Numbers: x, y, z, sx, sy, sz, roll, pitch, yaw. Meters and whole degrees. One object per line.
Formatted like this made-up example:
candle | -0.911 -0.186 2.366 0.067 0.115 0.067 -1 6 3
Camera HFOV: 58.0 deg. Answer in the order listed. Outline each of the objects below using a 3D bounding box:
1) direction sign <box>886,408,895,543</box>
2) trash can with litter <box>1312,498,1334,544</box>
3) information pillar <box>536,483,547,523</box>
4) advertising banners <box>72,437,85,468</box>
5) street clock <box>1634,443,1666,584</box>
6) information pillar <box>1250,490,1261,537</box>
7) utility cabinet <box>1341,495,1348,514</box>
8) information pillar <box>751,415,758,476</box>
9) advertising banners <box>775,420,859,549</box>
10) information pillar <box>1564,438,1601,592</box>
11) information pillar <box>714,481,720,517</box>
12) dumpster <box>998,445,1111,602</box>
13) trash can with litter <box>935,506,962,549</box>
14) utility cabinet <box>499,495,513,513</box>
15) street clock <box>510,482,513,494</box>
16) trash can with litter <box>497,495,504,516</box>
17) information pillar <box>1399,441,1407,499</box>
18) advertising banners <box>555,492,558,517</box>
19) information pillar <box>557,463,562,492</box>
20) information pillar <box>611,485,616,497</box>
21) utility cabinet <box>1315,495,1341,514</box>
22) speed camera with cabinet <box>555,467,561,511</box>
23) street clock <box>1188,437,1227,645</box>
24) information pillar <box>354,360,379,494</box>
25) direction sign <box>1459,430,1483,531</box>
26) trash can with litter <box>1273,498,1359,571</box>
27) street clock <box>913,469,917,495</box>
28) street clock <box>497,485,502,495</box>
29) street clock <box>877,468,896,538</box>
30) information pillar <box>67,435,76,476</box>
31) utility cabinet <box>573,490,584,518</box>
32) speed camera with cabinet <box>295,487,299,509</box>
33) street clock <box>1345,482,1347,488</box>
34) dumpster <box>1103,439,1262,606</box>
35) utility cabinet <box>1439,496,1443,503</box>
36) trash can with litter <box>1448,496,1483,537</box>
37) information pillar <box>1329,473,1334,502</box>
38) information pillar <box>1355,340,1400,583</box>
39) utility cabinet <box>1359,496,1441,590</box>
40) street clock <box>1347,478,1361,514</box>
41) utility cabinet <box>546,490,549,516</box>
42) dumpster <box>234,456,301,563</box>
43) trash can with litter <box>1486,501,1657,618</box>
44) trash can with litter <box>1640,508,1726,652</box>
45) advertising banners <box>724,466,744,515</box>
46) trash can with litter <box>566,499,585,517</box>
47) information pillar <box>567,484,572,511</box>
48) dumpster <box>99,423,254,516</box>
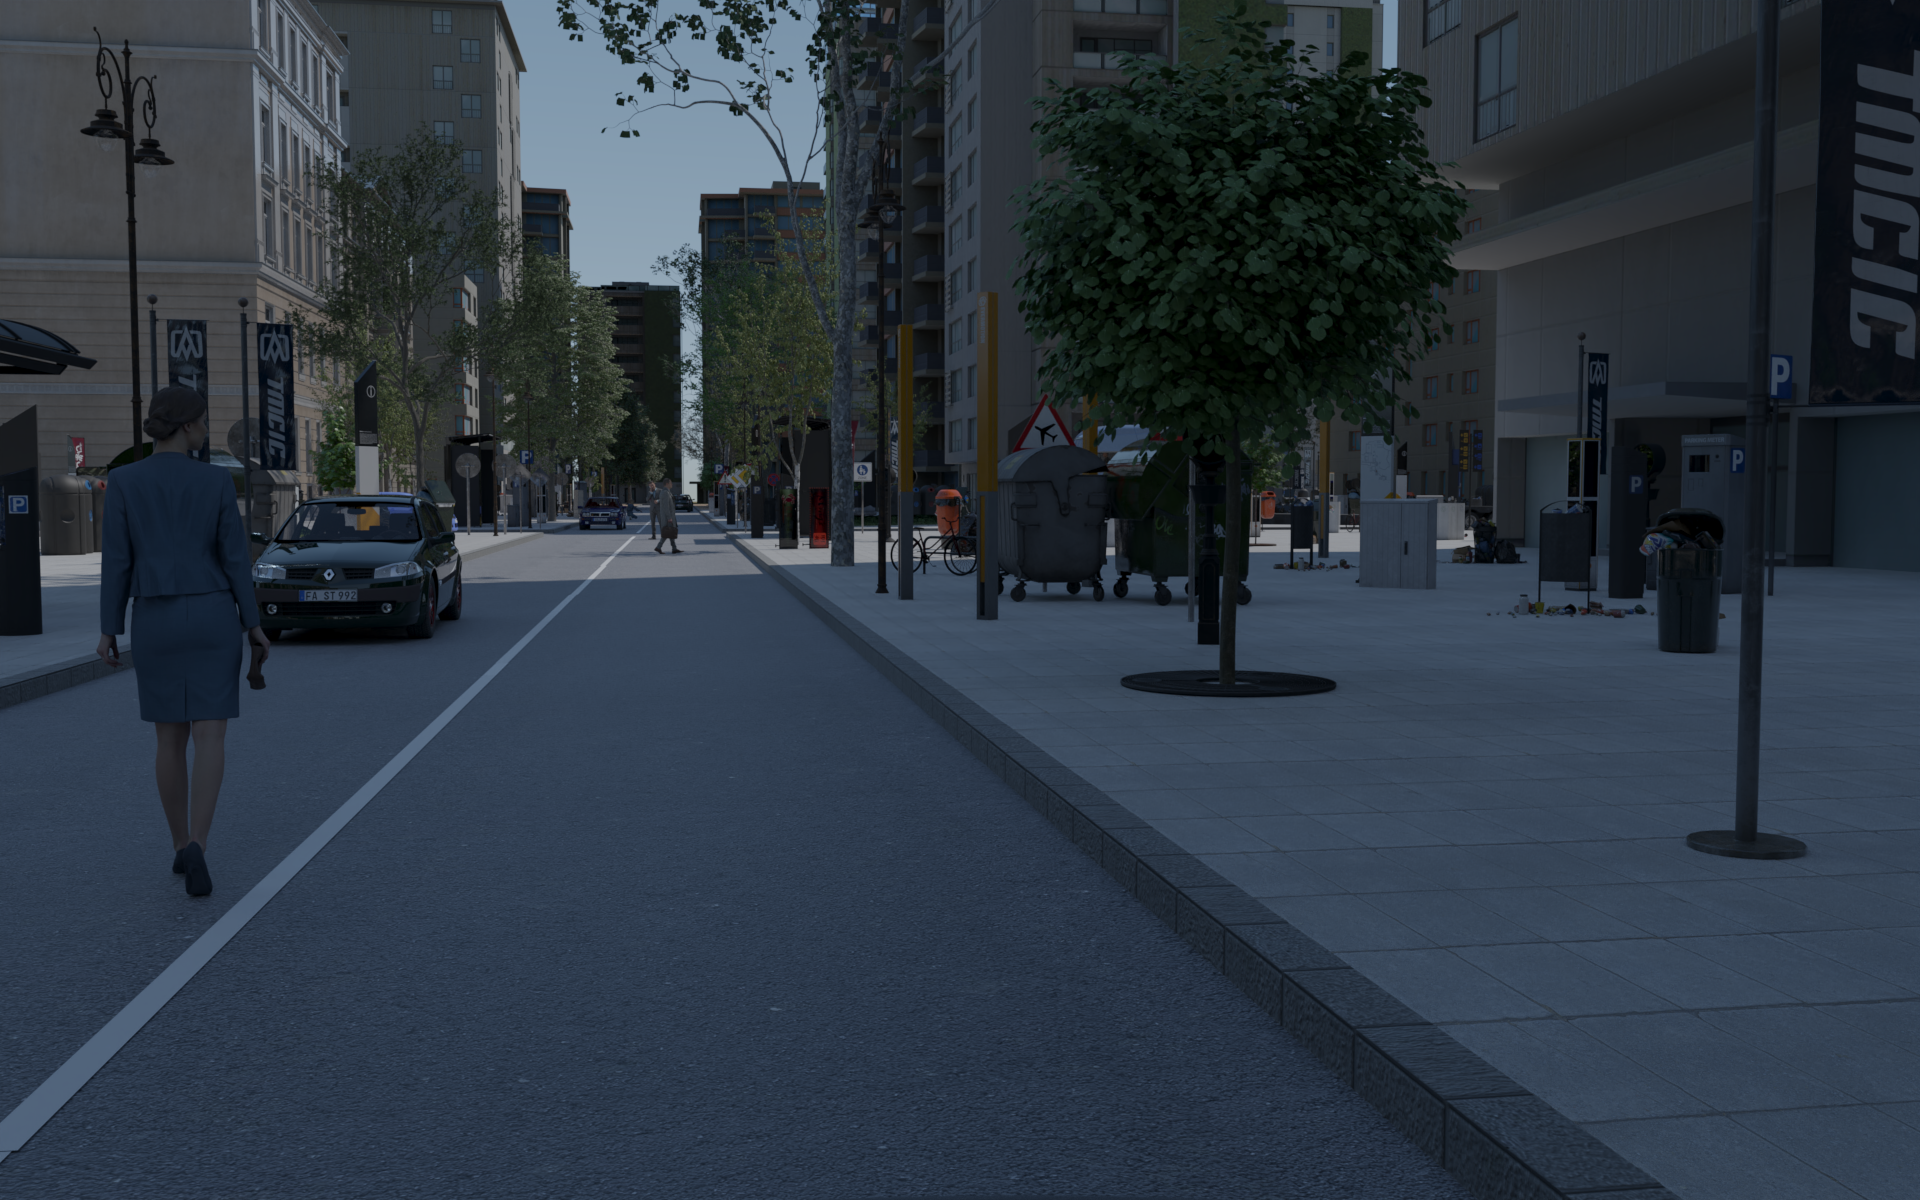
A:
direction sign | -1.876 -3.297 45.911 0.379 3.537 0.876 0 4 1
trash can with litter | 9.140 -2.024 44.478 0.624 1.170 1.055 2 4 33
information pillar | -18.301 -4.356 75.712 0.304 2.012 0.304 2 4 26
advertising banners | -26.912 -3.540 54.064 0.090 3.025 2.074 1 4 15
street clock | 9.805 -1.233 24.734 0.358 2.002 0.471 -1 4 -22
information pillar | 8.736 -2.868 51.385 0.304 2.012 0.304 -1 4 -11
utility cabinet | 22.523 -5.537 101.687 1.020 1.237 0.306 2 4 29
information pillar | -6.029 -3.646 50.959 0.183 3.616 0.504 0 4 8
advertising banners | -3.339 -2.717 40.610 2.074 3.025 0.090 -2 4 -24
information pillar | 8.232 -1.127 22.911 0.304 2.012 0.304 -1 4 -21
information pillar | -13.878 -5.767 98.780 0.304 2.012 0.304 0 4 -4
dumpster | 1.085 -0.949 21.279 1.264 1.857 1.865 -1 4 -9
trash can with litter | -0.266 -1.775 40.404 0.624 1.170 1.055 0 3 0
utility cabinet | -31.069 -6.587 118.852 1.020 1.237 0.306 1 4 12
street clock | -23.322 -5.280 90.896 0.358 2.002 0.471 3 5 44
trash can with litter | -27.262 -5.553 101.854 1.678 1.210 2.233 -1 4 -15
information pillar | 19.525 -5.210 76.540 0.504 3.616 0.183 -1 4 -13
advertising banners | -22.841 -6.151 96.750 0.090 3.025 2.074 0 4 6
information pillar | -30.544 -8.616 132.223 0.504 3.616 0.183 2 4 33
information pillar | -27.558 -8.146 137.682 0.304 2.012 0.304 1 4 12
utility cabinet | 14.916 -3.632 70.542 0.306 1.237 1.020 -2 4 -32
speed camera with cabinet | -29.638 -8.124 127.166 0.660 3.252 2.038 -1 4 -11
street clock | 2.128 -0.623 14.764 0.471 2.002 0.358 1 4 9
information pillar | -10.331 -2.376 30.206 0.183 3.616 0.504 2 4 24
direction sign | 17.953 -4.216 60.935 0.876 3.537 0.379 -1 4 -12
trash can with litter | 6.229 -1.147 29.810 2.233 1.210 1.678 -3 4 -38
street clock | -1.409 -2.611 47.254 0.471 2.002 0.358 0 4 4
street clock | -35.663 -7.907 133.842 0.471 2.002 0.358 -1 4 -10
street clock | -2.006 -2.619 47.395 0.471 2.002 0.358 2 4 32
information pillar | -34.901 -4.700 68.207 0.504 3.616 0.183 1 4 18
utility cabinet | -20.260 -5.098 92.038 0.318 1.500 1.173 -2 4 -24
speed camera with cabinet | -13.709 -2.361 32.942 2.038 3.252 0.660 -1 4 -8
street clock | 20.166 -5.193 89.471 0.358 2.002 0.471 -3 5 -44
dumpster | 2.607 -1.110 20.637 1.502 2.255 1.985 -1 4 -9
utility cabinet | 18.808 -3.559 69.349 1.020 1.237 0.306 1 4 10
trash can with litter | 14.653 -2.498 51.898 1.678 1.210 2.233 1 4 12
information pillar | 12.681 -3.378 59.721 0.304 2.012 0.304 3 5 42
information pillar | 5.952 -2.043 24.762 0.504 3.616 0.183 3 5 40
utility cabinet | 5.975 -0.764 23.646 1.020 1.237 0.306 3 5 41
street clock | 18.252 -4.610 79.949 0.471 2.002 0.358 0 4 -1
utility cabinet | -24.368 -5.708 102.007 0.318 1.500 1.173 0 4 4
dumpster | -11.201 -1.314 27.242 1.264 1.857 1.865 -1 4 -9
trash can with litter | 6.803 -0.444 18.323 2.233 1.210 1.678 1 4 23
trash can with litter | 5.992 -0.179 14.313 0.624 1.170 1.055 2 4 27
advertising banners | -14.049 -6.829 107.840 0.090 3.025 2.074 2 4 30
trash can with litter | -21.643 -5.262 97.424 0.624 1.170 1.055 2 4 25
information pillar | -28.825 -7.539 127.760 0.304 2.012 0.304 0 4 -6
dumpster | -10.516 -1.272 23.298 1.502 2.255 1.985 -1 4 -9
